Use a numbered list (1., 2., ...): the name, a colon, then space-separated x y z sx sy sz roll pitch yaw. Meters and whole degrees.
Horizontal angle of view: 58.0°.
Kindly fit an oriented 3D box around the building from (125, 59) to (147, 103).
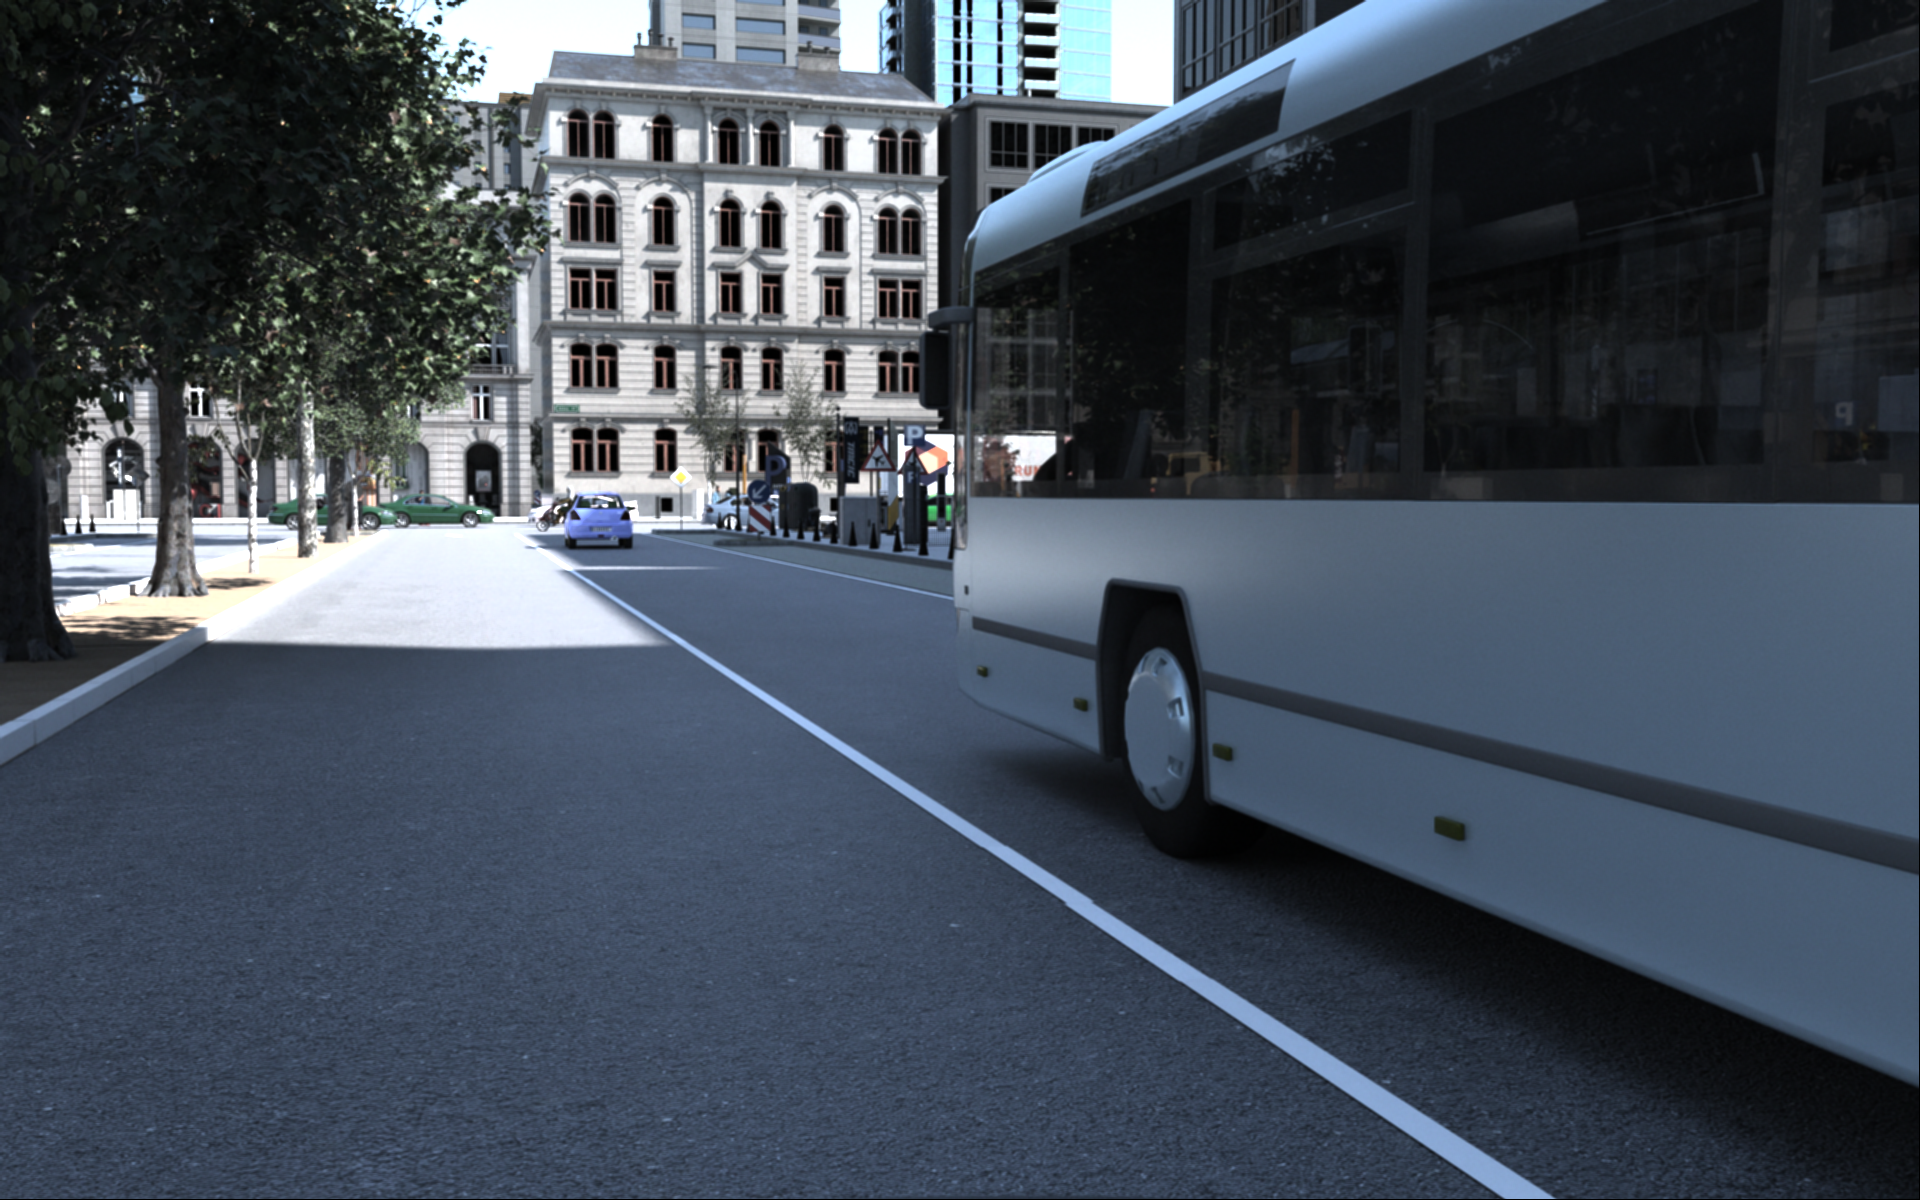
1. building: -78.631 -31.108 158.729 14.600 45.320 14.200 -1 4 -16

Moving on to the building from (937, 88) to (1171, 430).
1. building: 9.360 -19.395 110.620 24.014 27.812 14.314 -1 4 -16

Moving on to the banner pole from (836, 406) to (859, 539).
1. banner pole: -3.265 -3.647 49.641 0.863 3.779 0.401 -1 4 -22

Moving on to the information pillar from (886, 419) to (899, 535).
1. information pillar: -2.090 -3.830 53.975 0.183 3.616 0.504 2 4 33

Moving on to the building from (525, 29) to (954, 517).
1. building: -13.583 -19.363 103.976 23.554 28.519 14.401 -1 4 -16

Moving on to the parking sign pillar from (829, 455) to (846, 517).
1. parking sign pillar: -6.654 -6.662 97.393 1.447 3.967 1.447 0 4 -2

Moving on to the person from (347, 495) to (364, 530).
1. person: -22.568 -3.344 64.639 0.593 1.643 0.415 -2 4 -31

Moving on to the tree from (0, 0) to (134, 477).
1. tree: -5.691 -3.380 8.081 4.737 8.622 4.395 0 3 0

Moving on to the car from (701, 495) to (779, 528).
1. car: -8.023 -3.479 68.888 4.499 1.417 2.014 -1 4 -18

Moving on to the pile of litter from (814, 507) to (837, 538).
1. pile of litter: -3.305 -2.251 50.770 1.719 0.858 1.176 -1 4 -10

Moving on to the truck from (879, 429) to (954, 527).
1. truck: 2.080 -5.417 77.484 11.283 4.237 2.839 -1 4 -16

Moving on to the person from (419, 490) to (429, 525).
1. person: -24.548 -4.199 79.027 0.662 1.594 0.647 -1 4 -21

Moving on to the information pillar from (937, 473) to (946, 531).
1. information pillar: -0.645 -3.386 59.851 0.304 2.012 0.304 0 4 -5

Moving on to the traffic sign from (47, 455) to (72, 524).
1. traffic sign: -29.347 -3.445 56.436 0.768 2.556 0.104 0 4 -7

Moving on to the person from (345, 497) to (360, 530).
1. person: -23.410 -3.519 66.722 0.565 1.739 0.600 -3 5 -40

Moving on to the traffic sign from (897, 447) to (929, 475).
1. traffic sign: -1.302 -2.915 47.672 0.884 2.594 0.081 -1 4 -12

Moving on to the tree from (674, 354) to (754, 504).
1. tree: -13.158 -8.684 92.339 4.360 8.622 3.978 0 3 0

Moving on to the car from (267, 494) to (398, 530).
1. car: -25.103 -3.520 69.357 4.920 1.459 2.131 -1 4 -15

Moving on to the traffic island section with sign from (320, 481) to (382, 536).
1. traffic island section with sign: -20.995 -3.161 59.811 2.006 1.907 1.989 -1 4 -16

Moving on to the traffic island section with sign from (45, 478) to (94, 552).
1. traffic island section with sign: -22.875 -2.121 43.313 1.989 1.847 2.006 -1 4 -16

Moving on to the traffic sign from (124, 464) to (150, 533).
1. traffic sign: -27.375 -3.303 57.650 0.795 2.450 0.064 -1 4 -16

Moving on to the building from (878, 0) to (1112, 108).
1. building: 4.517 -54.771 208.169 31.000 86.520 22.319 -1 4 -16

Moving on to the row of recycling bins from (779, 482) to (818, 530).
1. row of recycling bins: -5.850 -3.417 62.978 1.069 1.692 3.534 -1 4 -16

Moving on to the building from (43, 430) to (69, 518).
1. building: -56.663 -13.709 88.765 19.286 19.102 10.561 -1 4 -16

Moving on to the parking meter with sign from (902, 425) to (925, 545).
1. parking meter with sign: -1.224 -2.939 44.314 0.543 3.016 1.738 0 4 -6

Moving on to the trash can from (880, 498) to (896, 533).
1. trash can: -2.385 -2.761 56.798 0.748 1.137 0.748 0 3 0

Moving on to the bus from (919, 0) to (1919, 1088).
1. bus: 2.737 -0.585 4.424 2.948 3.499 13.247 -1 4 -16

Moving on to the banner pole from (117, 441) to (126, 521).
1. banner pole: -39.457 -5.596 81.519 0.401 3.779 0.863 0 4 -3

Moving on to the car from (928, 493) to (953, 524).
1. car: -0.986 -3.831 71.430 4.718 1.807 1.959 -1 4 -16

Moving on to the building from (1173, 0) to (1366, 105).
1. building: 17.207 -13.686 42.830 14.314 24.678 30.058 -1 4 -16

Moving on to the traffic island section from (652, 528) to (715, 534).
1. traffic island section: -10.072 -2.474 62.735 2.009 0.180 2.903 -1 4 -16

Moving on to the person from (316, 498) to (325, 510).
1. person: -16.597 -2.070 44.222 0.662 1.594 0.647 1 4 13

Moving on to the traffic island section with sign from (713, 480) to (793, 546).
1. traffic island section with sign: -5.794 -2.410 48.036 1.989 1.847 2.006 -1 4 -16

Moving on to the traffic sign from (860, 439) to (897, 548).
1. traffic sign: -1.934 -2.502 40.916 0.884 2.594 0.081 -1 4 -12

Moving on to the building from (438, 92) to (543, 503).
1. building: -74.789 -43.574 254.434 28.212 58.520 21.231 -1 4 -16

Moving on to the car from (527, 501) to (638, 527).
1. car: -16.753 -3.945 76.867 4.827 1.381 2.083 -1 4 -17

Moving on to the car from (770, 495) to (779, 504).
1. car: -9.268 -4.199 81.008 4.827 1.381 2.083 -1 4 -17

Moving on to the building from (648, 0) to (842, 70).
1. building: -24.453 -40.080 197.313 21.231 58.520 28.212 -1 4 -16

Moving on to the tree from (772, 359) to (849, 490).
1. tree: -8.251 -8.749 93.416 4.360 8.622 3.978 0 3 0

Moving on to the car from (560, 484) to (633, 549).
1. car: -9.772 -2.269 46.682 1.945 1.707 3.694 -1 4 -15

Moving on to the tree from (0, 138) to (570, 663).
1. tree: -8.181 -5.831 14.795 9.611 12.733 9.660 0 3 0

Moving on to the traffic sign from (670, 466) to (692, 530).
1. traffic sign: -10.092 -3.609 62.651 0.795 2.450 0.064 -1 4 -16

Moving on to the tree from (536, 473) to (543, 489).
1. tree: -49.523 -13.804 209.416 4.285 4.588 4.351 0 3 0

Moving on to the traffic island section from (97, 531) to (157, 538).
1. traffic island section: -27.395 -2.167 57.705 2.009 0.180 2.903 -1 4 -16

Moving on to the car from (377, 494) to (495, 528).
1. car: -22.419 -3.804 73.994 4.920 1.459 2.131 -1 4 -15

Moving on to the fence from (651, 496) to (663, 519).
1. fence: -15.544 -4.764 89.091 0.480 1.192 2.264 -1 4 -15

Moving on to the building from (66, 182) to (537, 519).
1. building: -36.274 -15.607 96.973 24.055 21.916 13.314 -1 4 -16

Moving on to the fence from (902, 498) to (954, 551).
1. fence: -0.564 -1.768 40.104 0.480 1.192 2.264 3 5 39

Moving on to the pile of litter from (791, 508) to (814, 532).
1. pile of litter: -4.900 -2.758 59.063 1.719 0.858 1.176 0 4 1

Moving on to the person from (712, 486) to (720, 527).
1. person: -10.625 -4.077 75.510 0.444 1.785 0.601 2 4 31

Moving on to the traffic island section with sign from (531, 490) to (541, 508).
1. traffic island section with sign: -42.906 -10.193 175.288 1.989 1.847 2.006 -1 4 -16

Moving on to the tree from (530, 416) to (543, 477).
1. tree: -45.362 -15.714 191.339 8.767 10.594 7.601 1 4 19

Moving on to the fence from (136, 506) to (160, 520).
1. fence: -39.825 -4.307 85.790 2.069 0.683 0.278 1 4 10

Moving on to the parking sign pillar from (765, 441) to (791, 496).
1. parking sign pillar: -9.157 -6.033 87.119 1.447 3.967 1.447 2 4 27

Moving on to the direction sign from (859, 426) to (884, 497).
1. direction sign: -2.958 -4.022 57.750 0.876 3.537 0.379 -1 4 -21
